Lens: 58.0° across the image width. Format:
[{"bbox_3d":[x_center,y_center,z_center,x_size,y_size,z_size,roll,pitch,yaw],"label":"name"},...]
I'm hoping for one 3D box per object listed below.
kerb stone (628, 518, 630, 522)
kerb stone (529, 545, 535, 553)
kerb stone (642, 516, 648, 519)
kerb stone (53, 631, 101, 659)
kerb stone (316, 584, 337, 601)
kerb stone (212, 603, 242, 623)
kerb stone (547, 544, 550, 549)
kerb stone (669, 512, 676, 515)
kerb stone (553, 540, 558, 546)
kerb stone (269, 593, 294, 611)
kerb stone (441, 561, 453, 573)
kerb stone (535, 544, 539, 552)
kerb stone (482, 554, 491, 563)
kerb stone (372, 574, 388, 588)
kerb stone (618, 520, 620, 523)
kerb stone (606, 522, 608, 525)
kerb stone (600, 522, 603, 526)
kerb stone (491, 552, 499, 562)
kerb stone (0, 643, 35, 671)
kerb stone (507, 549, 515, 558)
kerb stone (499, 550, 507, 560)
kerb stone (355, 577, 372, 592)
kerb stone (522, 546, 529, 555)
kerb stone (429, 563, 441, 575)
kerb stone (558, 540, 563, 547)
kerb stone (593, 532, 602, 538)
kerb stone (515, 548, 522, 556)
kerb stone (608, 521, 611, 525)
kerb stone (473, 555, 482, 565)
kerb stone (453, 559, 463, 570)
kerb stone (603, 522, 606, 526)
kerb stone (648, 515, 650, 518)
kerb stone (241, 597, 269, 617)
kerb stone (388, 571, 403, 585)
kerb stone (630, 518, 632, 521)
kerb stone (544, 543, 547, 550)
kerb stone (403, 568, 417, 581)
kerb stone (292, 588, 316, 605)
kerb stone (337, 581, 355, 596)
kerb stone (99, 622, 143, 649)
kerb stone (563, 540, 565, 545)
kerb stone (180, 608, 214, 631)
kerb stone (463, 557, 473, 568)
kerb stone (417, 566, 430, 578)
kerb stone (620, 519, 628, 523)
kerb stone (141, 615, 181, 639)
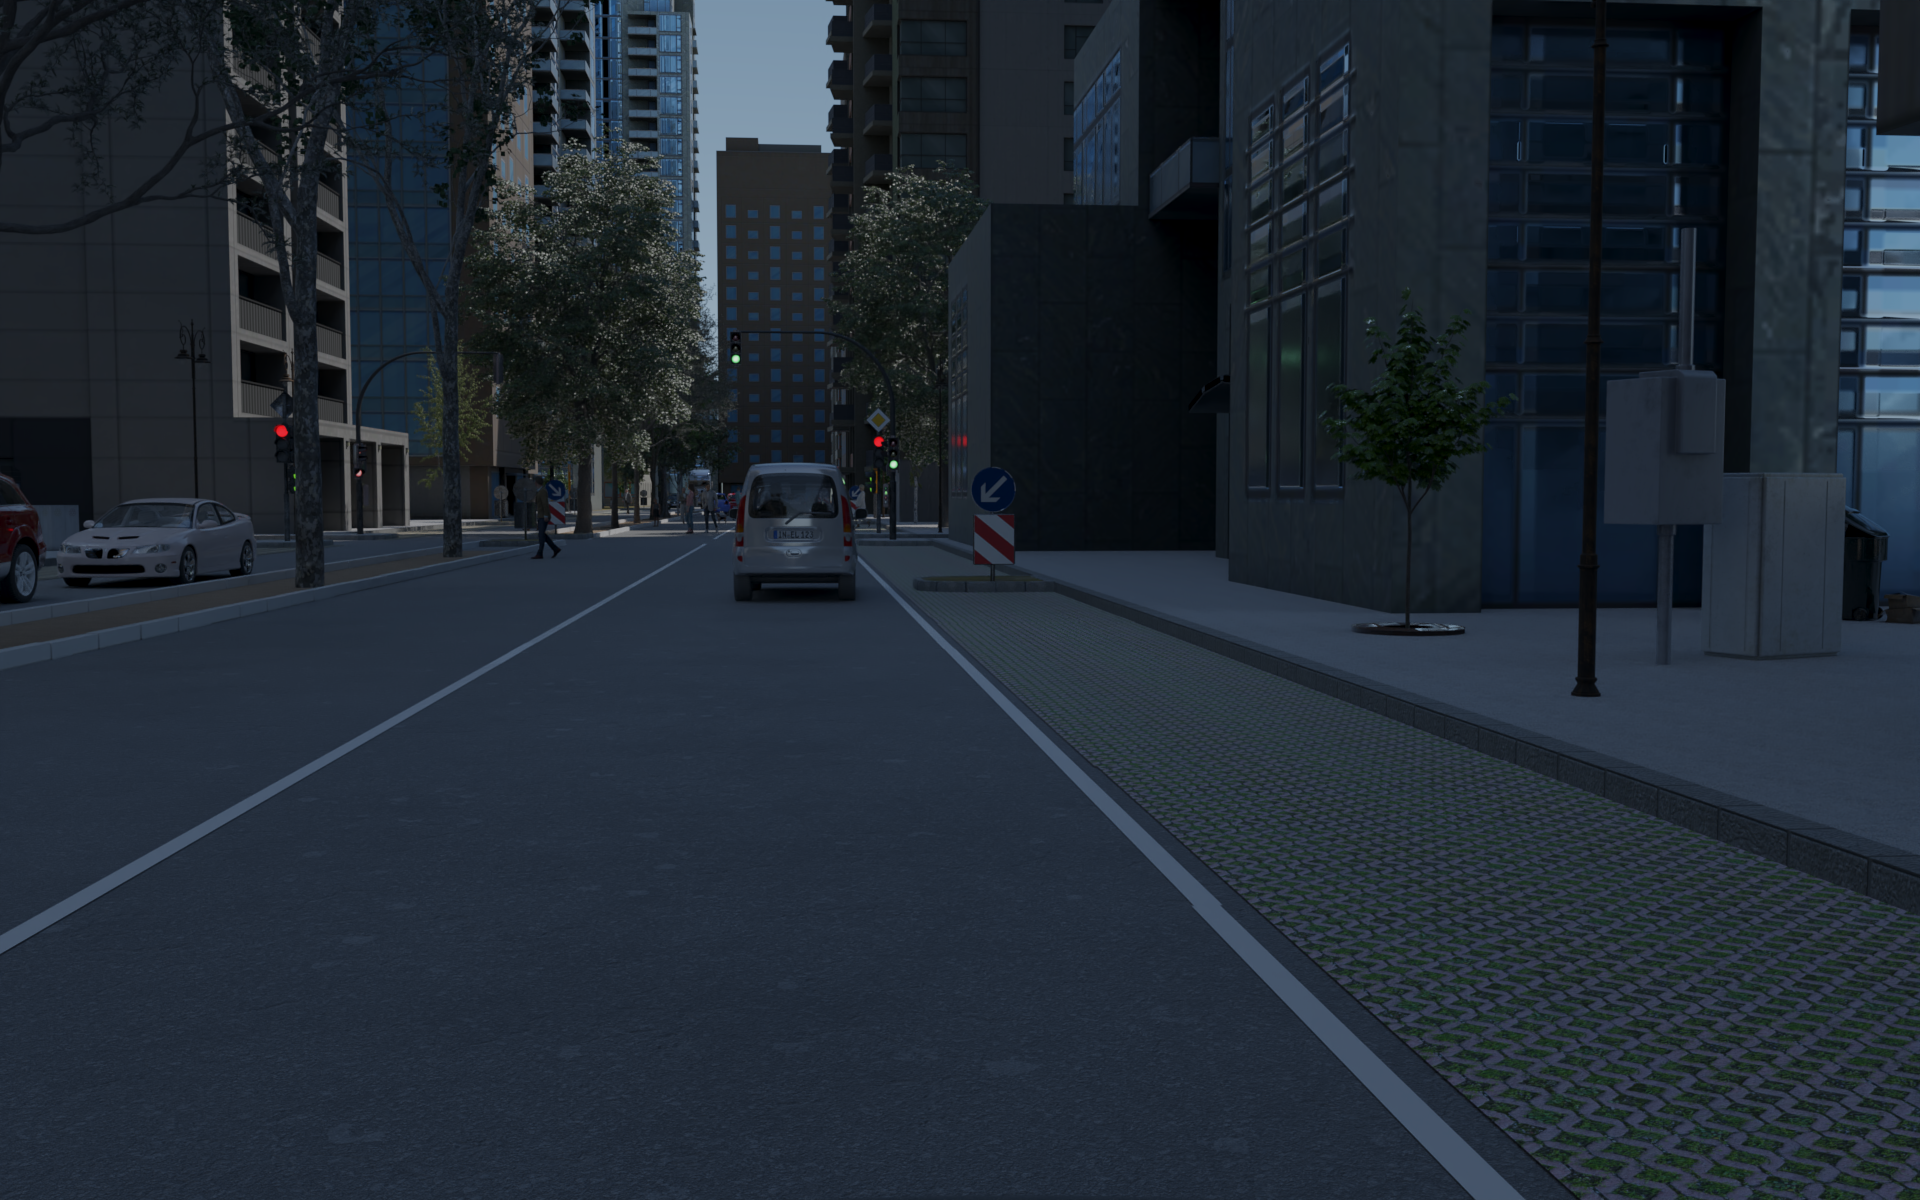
[{"bbox_3d":[-17.069,-4.036,88.283,0.120,0.150,1.000,0,4,-5],"label":"kerb stone"},{"bbox_3d":[-10.521,-1.211,42.054,0.120,0.150,1.000,0,4,-5],"label":"kerb stone"},{"bbox_3d":[-18.149,-4.730,99.524,0.120,0.150,1.000,0,4,-5],"label":"kerb stone"},{"bbox_3d":[-7.969,0.418,15.489,0.120,0.150,1.000,0,4,-5],"label":"kerb stone"},{"bbox_3d":[-8.748,-0.091,23.682,0.120,0.150,1.000,0,4,-5],"label":"kerb stone"},{"bbox_3d":[-8.366,0.160,19.581,0.120,0.150,1.000,0,4,-5],"label":"kerb stone"},{"bbox_3d":[-10.813,-1.401,45.124,0.120,0.150,1.000,0,4,-5],"label":"kerb stone"},{"bbox_3d":[-20.412,-6.165,122.992,0.120,0.150,1.000,0,4,-5],"label":"kerb stone"},{"bbox_3d":[-10.916,-1.465,46.144,0.120,0.150,1.000,0,4,-5],"label":"kerb stone"},{"bbox_3d":[-8.556,0.037,21.637,0.120,0.150,1.000,0,4,-5],"label":"kerb stone"},{"bbox_3d":[-9.536,-0.591,31.853,0.120,0.150,1.000,0,4,-5],"label":"kerb stone"},{"bbox_3d":[-10.618,-1.277,43.077,0.120,0.150,1.000,0,4,-5],"label":"kerb stone"},{"bbox_3d":[-9.936,-0.840,35.924,0.120,0.150,1.000,0,4,-5],"label":"kerb stone"},{"bbox_3d":[-9.050,-0.271,26.756,0.120,0.150,1.000,0,4,-5],"label":"kerb stone"},{"bbox_3d":[-16.584,-3.726,83.195,0.120,0.150,1.000,0,4,-5],"label":"kerb stone"},{"bbox_3d":[-16.093,-3.417,78.099,0.120,0.150,1.000,0,4,-5],"label":"kerb stone"},{"bbox_3d":[-15.895,-3.295,76.061,0.120,0.150,1.000,0,4,-5],"label":"kerb stone"},{"bbox_3d":[-10.027,-0.900,36.950,0.120,0.150,1.000,0,4,-5],"label":"kerb stone"},{"bbox_3d":[-7.876,0.472,14.471,0.120,0.150,1.000,0,4,-5],"label":"kerb stone"},{"bbox_3d":[-10.220,-1.028,38.997,0.120,0.150,1.000,0,4,-5],"label":"kerb stone"},{"bbox_3d":[-10.131,-0.963,37.979,0.120,0.150,1.000,0,4,-5],"label":"kerb stone"},{"bbox_3d":[-8.957,-0.210,25.738,0.120,0.150,1.000,0,4,-5],"label":"kerb stone"},{"bbox_3d":[-10.415,-1.152,41.037,0.120,0.150,1.000,0,4,-5],"label":"kerb stone"},{"bbox_3d":[-9.442,-0.528,30.835,0.120,0.150,1.000,0,4,-5],"label":"kerb stone"},{"bbox_3d":[-11.016,-1.527,47.162,0.120,0.150,1.000,0,4,-5],"label":"kerb stone"},{"bbox_3d":[-11.946,-2.120,56.862,0.120,0.150,1.000,0,4,-5],"label":"kerb stone"},{"bbox_3d":[-10.325,-1.090,40.019,0.120,0.150,1.000,0,4,-5],"label":"kerb stone"},{"bbox_3d":[-16.188,-3.477,79.117,0.120,0.150,1.000,0,4,-5],"label":"kerb stone"},{"bbox_3d":[-9.839,-0.775,34.907,0.120,0.150,1.000,0,4,-5],"label":"kerb stone"},{"bbox_3d":[-9.635,-0.648,32.874,0.120,0.150,1.000,0,4,-5],"label":"kerb stone"},{"bbox_3d":[-15.998,-3.356,77.081,0.120,0.150,1.000,0,4,-5],"label":"kerb stone"},{"bbox_3d":[-18.257,-4.792,100.545,0.120,0.150,1.000,0,4,-5],"label":"kerb stone"},{"bbox_3d":[-8.460,0.097,20.604,0.120,0.150,1.000,0,4,-5],"label":"kerb stone"},{"bbox_3d":[-9.147,-0.342,27.781,0.120,0.150,1.000,0,4,-5],"label":"kerb stone"},{"bbox_3d":[-17.170,-4.104,89.300,0.120,0.150,1.000,0,4,-5],"label":"kerb stone"},{"bbox_3d":[-10.721,-1.340,44.100,0.120,0.150,1.000,0,4,-5],"label":"kerb stone"},{"bbox_3d":[-9.243,-0.404,28.799,0.120,0.150,1.000,0,4,-5],"label":"kerb stone"},{"bbox_3d":[-8.658,-0.028,22.654,0.120,0.150,1.000,0,4,-5],"label":"kerb stone"},{"bbox_3d":[-8.856,-0.154,24.714,0.120,0.150,1.000,0,4,-5],"label":"kerb stone"},{"bbox_3d":[-8.066,0.350,16.510,0.120,0.150,1.000,0,4,-5],"label":"kerb stone"},{"bbox_3d":[-11.109,-1.590,48.184,0.120,0.150,1.000,0,4,-5],"label":"kerb stone"},{"bbox_3d":[-8.257,0.223,18.565,0.120,0.150,1.000,0,4,-5],"label":"kerb stone"},{"bbox_3d":[-9.738,-0.715,33.890,0.120,0.150,1.000,0,4,-5],"label":"kerb stone"},{"bbox_3d":[-9.341,-0.460,29.817,0.120,0.150,1.000,0,4,-5],"label":"kerb stone"},{"bbox_3d":[-16.979,-3.980,87.265,0.120,0.150,1.000,0,4,-5],"label":"kerb stone"},{"bbox_3d":[-8.161,0.286,17.545,0.120,0.150,1.000,0,4,-5],"label":"kerb stone"}]
